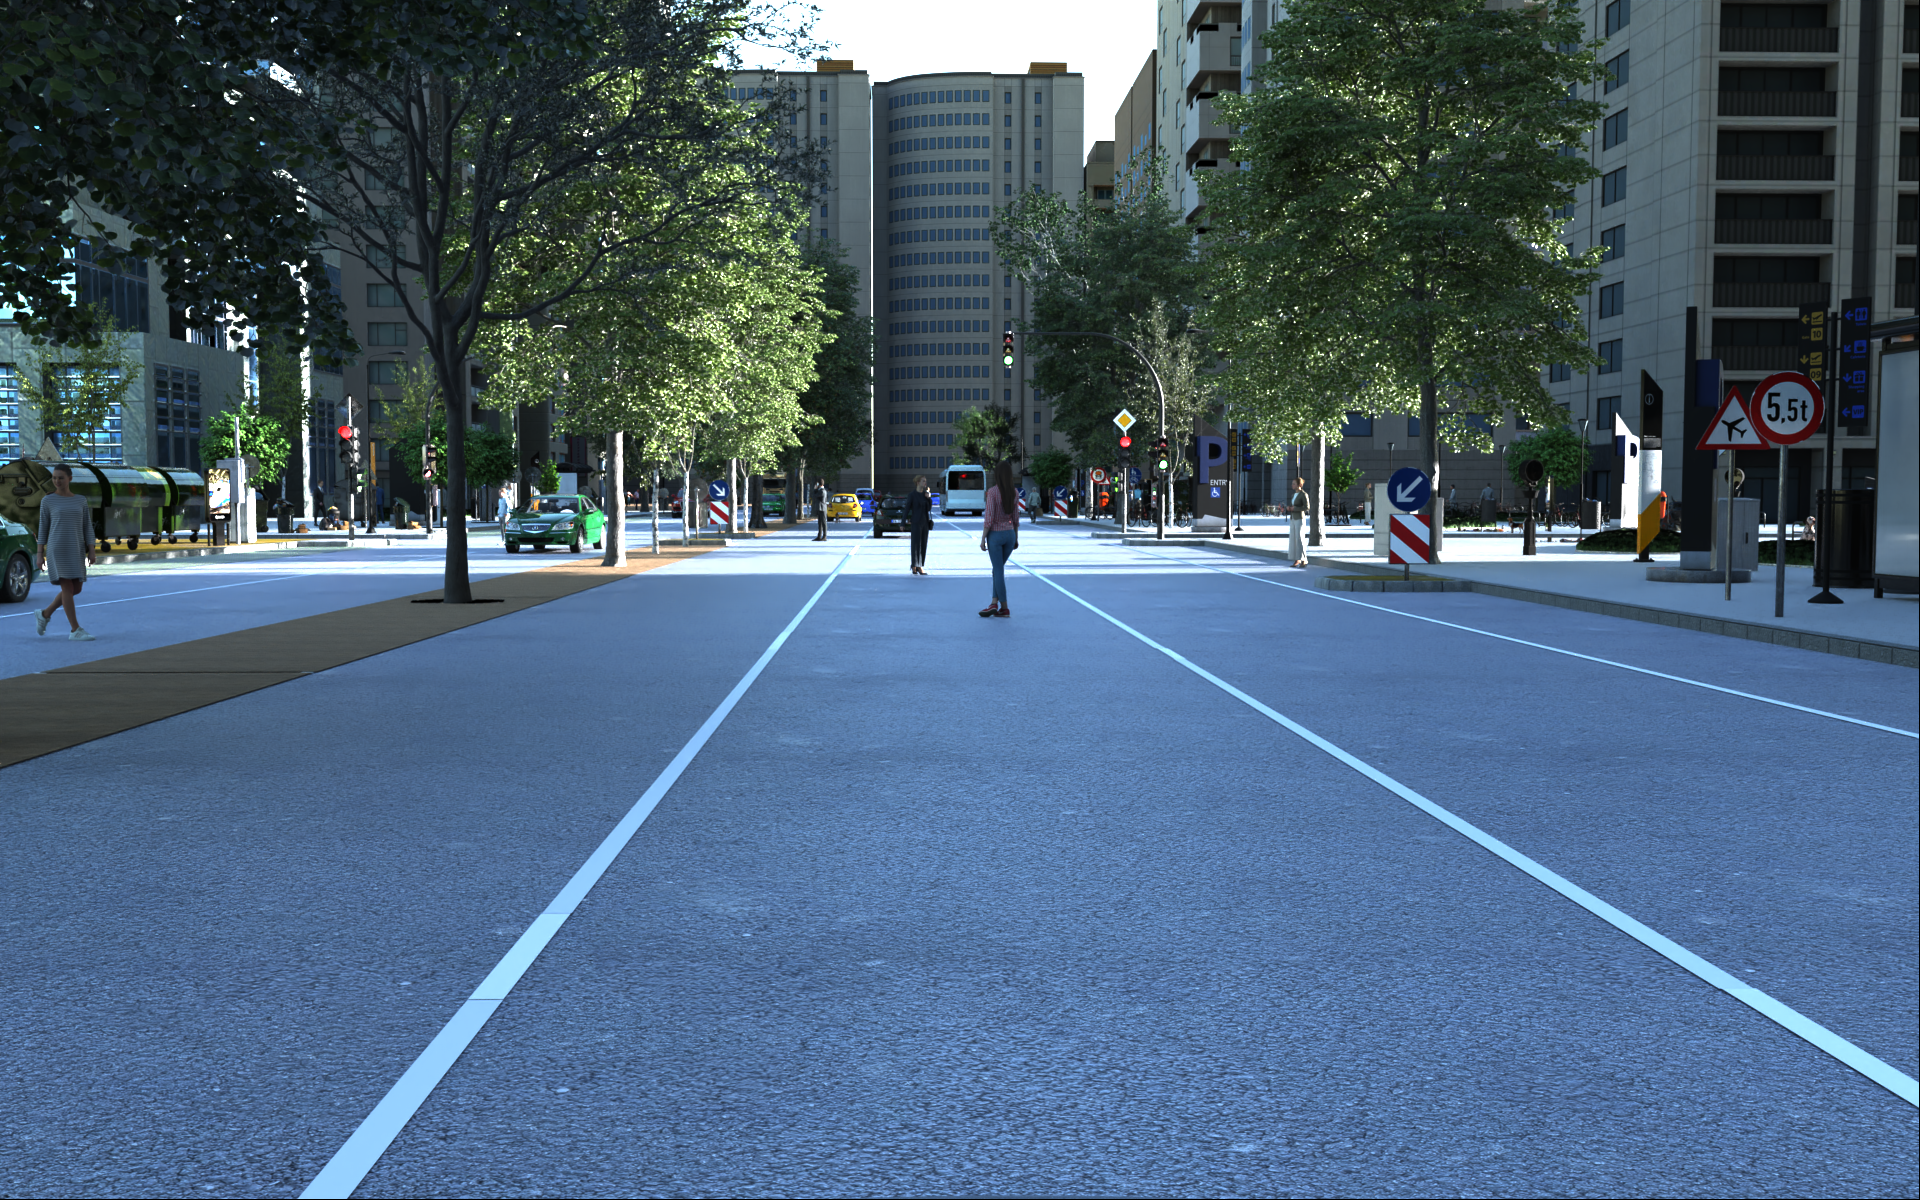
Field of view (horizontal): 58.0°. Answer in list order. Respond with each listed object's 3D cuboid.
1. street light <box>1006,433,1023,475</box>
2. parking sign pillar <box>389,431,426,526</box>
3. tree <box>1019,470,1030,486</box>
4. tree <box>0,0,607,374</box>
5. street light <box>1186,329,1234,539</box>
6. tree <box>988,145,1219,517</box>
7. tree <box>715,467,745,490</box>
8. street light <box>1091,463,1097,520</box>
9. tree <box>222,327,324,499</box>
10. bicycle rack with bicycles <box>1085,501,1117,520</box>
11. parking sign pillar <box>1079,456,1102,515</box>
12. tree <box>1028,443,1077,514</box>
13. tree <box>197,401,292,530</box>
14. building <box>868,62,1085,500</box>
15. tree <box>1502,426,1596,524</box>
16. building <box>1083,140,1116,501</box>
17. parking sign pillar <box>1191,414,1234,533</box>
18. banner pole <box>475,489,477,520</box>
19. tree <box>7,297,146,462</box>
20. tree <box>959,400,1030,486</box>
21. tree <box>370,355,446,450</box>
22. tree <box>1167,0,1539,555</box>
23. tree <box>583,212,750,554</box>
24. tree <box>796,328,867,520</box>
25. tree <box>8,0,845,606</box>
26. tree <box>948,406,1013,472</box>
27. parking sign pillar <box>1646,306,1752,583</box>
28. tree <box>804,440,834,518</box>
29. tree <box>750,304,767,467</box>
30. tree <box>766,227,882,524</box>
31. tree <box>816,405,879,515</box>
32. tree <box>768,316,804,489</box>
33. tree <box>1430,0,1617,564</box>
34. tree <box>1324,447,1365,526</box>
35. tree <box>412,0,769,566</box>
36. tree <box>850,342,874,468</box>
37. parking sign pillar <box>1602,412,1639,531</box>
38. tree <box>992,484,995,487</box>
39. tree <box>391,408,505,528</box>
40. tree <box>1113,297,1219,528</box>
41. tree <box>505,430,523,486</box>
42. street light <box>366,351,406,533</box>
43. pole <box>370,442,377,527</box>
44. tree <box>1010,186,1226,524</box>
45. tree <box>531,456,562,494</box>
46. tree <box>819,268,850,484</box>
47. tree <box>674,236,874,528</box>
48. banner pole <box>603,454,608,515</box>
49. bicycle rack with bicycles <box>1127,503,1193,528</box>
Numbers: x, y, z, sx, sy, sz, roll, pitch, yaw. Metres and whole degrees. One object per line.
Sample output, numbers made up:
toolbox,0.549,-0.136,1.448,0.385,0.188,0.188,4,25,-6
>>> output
street light,4.185,-9.751,131.977,1.470,5.913,1.316,0,4,-2
parking sign pillar,-22.362,-4.987,70.005,1.447,3.967,1.447,0,4,8
tree,5.536,-8.860,139.460,1.663,3.219,1.824,0,3,0
tree,-6.003,-6.136,9.443,9.857,13.997,8.962,0,3,0
street light,7.055,-4.669,48.882,1.470,5.913,1.316,0,4,-2
tree,8.316,-14.541,93.642,12.611,20.169,13.585,0,3,0
tree,-24.308,-12.132,182.072,4.285,4.588,4.351,0,3,0
street light,5.978,-6.829,84.195,1.470,5.913,1.316,0,4,-2
tree,-28.981,-7.549,73.781,4.737,8.622,4.395,0,3,0
bicycle rack with bicycles,7.531,-4.547,87.722,2.925,0.926,2.852,3,4,38
parking sign pillar,7.989,-7.138,105.180,1.447,3.967,1.447,-2,4,-30
tree,6.023,-7.881,112.561,4.285,4.588,4.351,0,3,0
tree,-25.350,-4.746,61.308,4.285,4.588,4.351,0,3,0
building,2.000,-42.658,239.452,28.212,58.520,21.231,0,4,-2
tree,28.327,-6.211,85.267,4.285,4.588,4.351,0,3,0
building,26.895,-37.726,240.519,21.600,48.544,21.300,0,4,-2
parking sign pillar,8.500,-4.263,58.166,1.447,3.967,1.447,-1,4,-14
banner pole,-23.612,-5.776,84.452,0.401,3.779,0.863,-1,4,-14
tree,-32.383,-6.947,63.954,4.737,8.622,4.395,0,3,0
tree,3.378,-14.518,171.781,8.767,10.594,7.601,3,5,40
tree,-28.633,-8.610,91.136,4.737,8.622,4.395,0,3,0
tree,8.911,-7.580,42.067,7.486,12.596,7.792,0,3,0
tree,-7.299,-5.415,41.357,4.360,8.622,3.978,0,3,0
tree,-8.687,-10.196,94.912,9.928,11.665,9.643,0,3,0
tree,-6.553,-6.688,22.168,12.009,13.543,11.850,0,3,0
tree,2.423,-16.924,202.467,9.928,11.665,9.643,0,3,0
parking sign pillar,10.917,-2.264,25.494,1.447,3.967,1.447,2,4,27
tree,-9.082,-9.205,103.327,4.360,8.622,3.978,0,3,0
tree,-7.480,-5.763,47.042,4.360,8.622,3.978,0,3,0
tree,-8.175,-10.619,82.737,9.857,13.997,8.962,0,3,0
tree,-9.612,-11.011,116.899,8.767,10.594,7.601,0,4,-2
tree,-8.078,-6.863,65.038,4.360,8.622,3.978,0,3,0
tree,8.188,-6.929,31.418,7.486,12.596,7.792,0,3,0
tree,15.140,-4.587,69.597,1.663,3.219,1.824,0,3,0
tree,-6.945,-6.957,34.331,7.486,12.596,7.792,0,3,0
tree,-9.318,-11.537,109.214,7.486,12.596,7.792,0,3,0
parking sign pillar,22.101,-4.216,57.404,1.447,3.967,1.447,-3,5,-40
tree,4.247,-11.485,182.378,1.663,3.219,1.824,0,3,0
tree,-19.777,-5.011,65.651,4.285,4.588,4.351,0,3,0
tree,7.788,-6.957,64.112,4.360,8.622,3.978,0,3,0
tree,-21.130,-5.704,76.967,4.285,4.588,4.351,0,3,0
street light,-18.679,-5.126,56.347,1.470,5.913,1.316,0,4,-2
pole,-23.152,-4.554,68.299,0.158,3.312,0.155,0,3,0
tree,6.974,-10.218,73.713,9.857,13.997,8.962,0,3,0
tree,-20.701,-5.690,87.632,1.663,3.219,1.824,0,3,0
tree,-7.842,-8.438,58.551,7.486,12.596,7.792,0,3,0
tree,-8.463,-9.328,71.977,9.611,12.733,9.660,0,3,0
banner pole,-21.730,-7.154,106.992,0.401,3.779,0.863,1,4,20
bicycle rack with bicycles,8.128,-3.282,67.044,2.852,0.926,2.925,-1,4,-23
